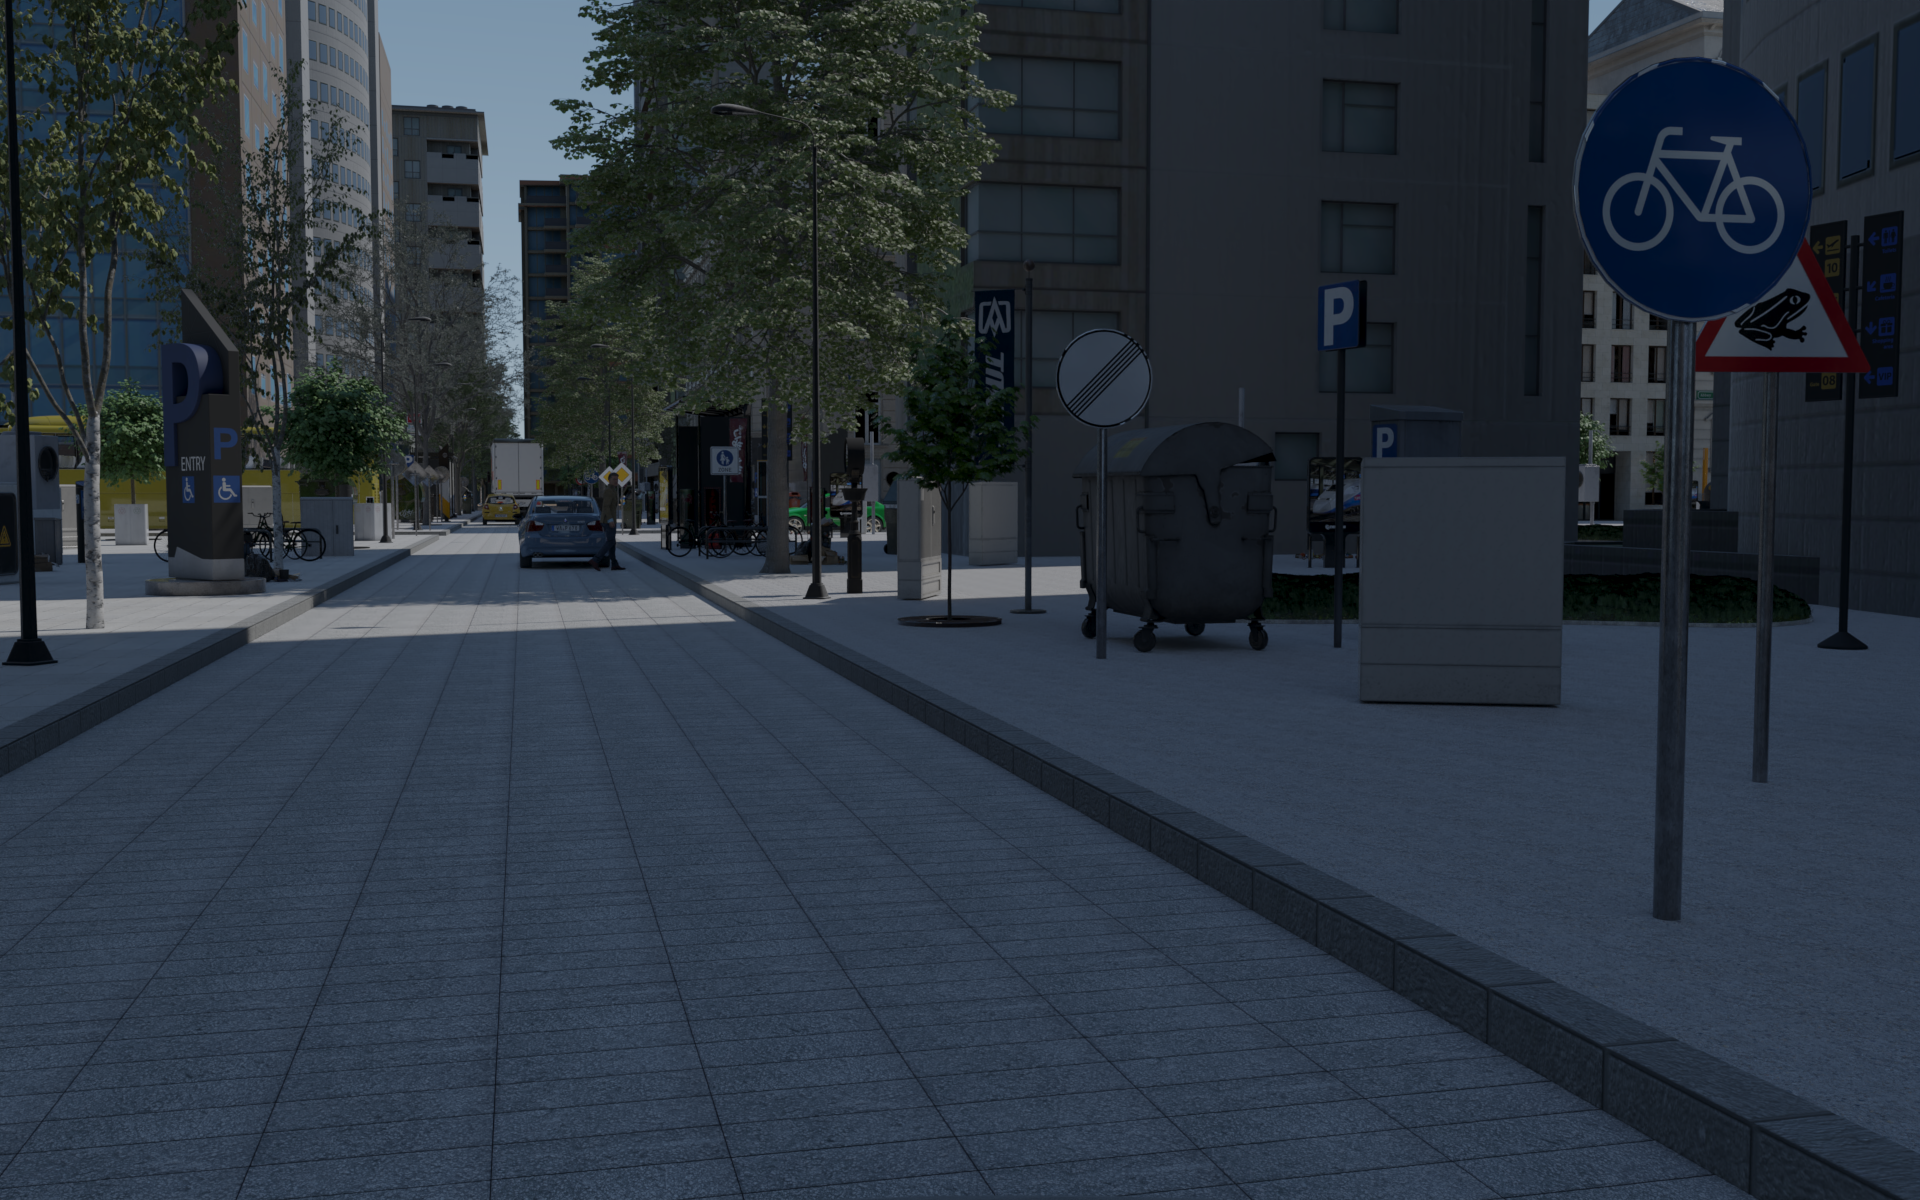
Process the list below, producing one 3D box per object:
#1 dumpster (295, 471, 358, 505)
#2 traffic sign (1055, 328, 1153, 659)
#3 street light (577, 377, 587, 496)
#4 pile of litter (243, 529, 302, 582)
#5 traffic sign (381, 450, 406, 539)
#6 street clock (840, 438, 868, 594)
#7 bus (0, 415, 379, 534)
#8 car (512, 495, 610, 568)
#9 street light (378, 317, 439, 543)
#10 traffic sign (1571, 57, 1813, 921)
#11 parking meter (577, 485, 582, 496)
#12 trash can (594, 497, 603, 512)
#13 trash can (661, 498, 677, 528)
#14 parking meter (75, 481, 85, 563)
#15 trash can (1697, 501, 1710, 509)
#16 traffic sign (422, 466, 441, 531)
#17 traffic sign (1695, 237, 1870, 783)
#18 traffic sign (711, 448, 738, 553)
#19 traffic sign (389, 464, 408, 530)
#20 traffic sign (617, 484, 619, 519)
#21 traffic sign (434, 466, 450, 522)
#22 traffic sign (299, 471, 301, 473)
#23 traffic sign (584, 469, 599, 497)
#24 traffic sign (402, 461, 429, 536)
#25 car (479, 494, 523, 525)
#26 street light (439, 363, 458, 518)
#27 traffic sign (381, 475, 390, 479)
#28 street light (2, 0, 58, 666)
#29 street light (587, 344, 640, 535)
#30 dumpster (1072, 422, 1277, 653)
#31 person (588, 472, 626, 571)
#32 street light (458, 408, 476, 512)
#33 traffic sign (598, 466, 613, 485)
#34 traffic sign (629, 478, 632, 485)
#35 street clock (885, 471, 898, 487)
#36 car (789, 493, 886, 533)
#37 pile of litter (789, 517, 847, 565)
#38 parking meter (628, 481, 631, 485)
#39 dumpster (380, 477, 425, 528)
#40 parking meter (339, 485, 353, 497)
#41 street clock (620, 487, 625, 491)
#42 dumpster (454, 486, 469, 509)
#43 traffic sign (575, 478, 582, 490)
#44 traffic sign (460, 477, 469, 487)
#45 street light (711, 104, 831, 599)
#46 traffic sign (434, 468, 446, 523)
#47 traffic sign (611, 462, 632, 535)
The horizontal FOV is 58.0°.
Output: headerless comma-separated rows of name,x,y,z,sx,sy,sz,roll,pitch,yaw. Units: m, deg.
dumpster,-17.576,-2.786,48.050,1.502,2.255,1.985,-1,4,-14
traffic sign,1.103,-0.815,13.427,0.768,2.556,0.104,-1,4,-9
street light,-14.518,-5.904,69.072,1.470,5.913,1.316,-1,4,-14
pile of litter,-10.542,-0.712,25.605,1.719,0.858,1.176,2,4,31
traffic sign,-16.229,-3.023,49.529,0.768,2.556,0.104,-1,4,-9
street clock,-1.360,-1.085,22.309,0.358,2.002,0.471,-1,4,-10
bus,-25.148,-3.914,55.541,12.252,3.916,2.896,-1,4,-14
car,-8.004,-1.405,34.974,2.014,1.417,4.499,-1,4,-14
street light,-14.555,-4.458,45.437,1.470,5.913,1.316,-1,4,-14
traffic sign,2.141,-0.310,5.167,0.768,2.556,0.104,-1,4,-10
parking meter,-25.583,-6.789,116.705,0.255,1.863,0.399,1,4,18
trash can,-16.525,-4.175,79.909,0.748,1.137,0.748,0,3,0
trash can,-10.396,-3.079,61.992,0.748,1.137,0.748,0,3,0
parking meter,-16.270,-1.461,32.304,0.372,1.533,0.369,0,3,0
trash can,16.239,-1.567,37.280,0.748,1.137,0.748,0,3,0
traffic sign,-18.584,-3.489,60.682,0.795,2.450,0.064,-1,4,-14
traffic sign,3.565,-0.467,7.644,0.884,2.594,0.081,0,4,-7
traffic sign,-5.085,-2.163,37.495,0.606,2.300,0.079,-1,4,-9
traffic sign,-20.105,-3.776,61.844,0.768,2.556,0.104,0,4,-7
traffic sign,-17.929,-5.545,90.774,0.768,2.556,0.104,-1,4,-11
traffic sign,-23.673,-4.828,79.051,0.768,2.556,0.104,0,4,-5
traffic sign,-18.940,-3.082,50.503,0.768,2.556,0.104,-1,4,-13
traffic sign,-18.477,-5.307,86.872,0.768,2.556,0.104,-1,4,-10
traffic sign,-16.631,-3.015,52.939,0.795,2.450,0.064,-1,4,-14
car,-21.624,-4.363,81.559,2.015,1.641,3.980,-1,4,-15
street light,-18.683,-5.428,61.296,1.470,5.913,1.316,-1,4,-14
traffic sign,-26.628,-4.942,80.911,0.768,2.556,0.104,0,4,-7
street light,-6.491,-2.475,13.015,1.470,5.913,1.316,-1,4,-14
street light,-10.732,-4.976,53.899,1.470,5.913,1.316,-1,4,-14
dumpster,1.822,-0.551,14.764,1.264,1.857,1.865,-1,4,-14
person,-6.559,-1.464,32.340,0.656,1.842,0.836,3,5,45
street light,-26.859,-7.410,93.690,1.470,5.913,1.316,-1,4,-14
traffic sign,-12.572,-3.580,62.172,0.795,2.450,0.064,-1,4,-14
traffic sign,-16.726,-5.195,87.065,0.606,2.300,0.079,-1,4,-10
street clock,-2.134,-3.107,55.370,0.471,2.002,0.358,-1,4,-9
car,-4.498,-3.120,59.815,4.718,1.807,1.959,-1,4,-15
pile of litter,-2.648,-1.088,31.758,1.719,0.858,1.176,3,5,43
parking meter,-15.022,-4.447,78.426,0.255,1.863,0.399,-1,4,-9
dumpster,-20.747,-3.791,64.483,1.502,2.255,1.985,-1,4,-14
parking meter,-16.510,-2.332,46.546,0.372,1.533,0.369,0,3,0
street clock,-25.472,-7.813,132.314,0.358,2.002,0.471,3,5,44
dumpster,-35.808,-7.236,124.073,1.264,1.857,1.865,-1,4,-14
traffic sign,-22.394,-6.273,102.672,0.768,2.556,0.104,-1,4,-12
traffic sign,-36.562,-7.795,127.556,0.768,2.556,0.104,-1,4,-13
street light,-2.280,-2.959,20.927,1.470,5.913,1.316,-1,4,-14
traffic sign,-23.317,-4.650,77.208,0.795,2.450,0.064,-1,4,-12
traffic sign,-10.619,-3.106,54.428,0.795,2.450,0.064,-1,4,-14
